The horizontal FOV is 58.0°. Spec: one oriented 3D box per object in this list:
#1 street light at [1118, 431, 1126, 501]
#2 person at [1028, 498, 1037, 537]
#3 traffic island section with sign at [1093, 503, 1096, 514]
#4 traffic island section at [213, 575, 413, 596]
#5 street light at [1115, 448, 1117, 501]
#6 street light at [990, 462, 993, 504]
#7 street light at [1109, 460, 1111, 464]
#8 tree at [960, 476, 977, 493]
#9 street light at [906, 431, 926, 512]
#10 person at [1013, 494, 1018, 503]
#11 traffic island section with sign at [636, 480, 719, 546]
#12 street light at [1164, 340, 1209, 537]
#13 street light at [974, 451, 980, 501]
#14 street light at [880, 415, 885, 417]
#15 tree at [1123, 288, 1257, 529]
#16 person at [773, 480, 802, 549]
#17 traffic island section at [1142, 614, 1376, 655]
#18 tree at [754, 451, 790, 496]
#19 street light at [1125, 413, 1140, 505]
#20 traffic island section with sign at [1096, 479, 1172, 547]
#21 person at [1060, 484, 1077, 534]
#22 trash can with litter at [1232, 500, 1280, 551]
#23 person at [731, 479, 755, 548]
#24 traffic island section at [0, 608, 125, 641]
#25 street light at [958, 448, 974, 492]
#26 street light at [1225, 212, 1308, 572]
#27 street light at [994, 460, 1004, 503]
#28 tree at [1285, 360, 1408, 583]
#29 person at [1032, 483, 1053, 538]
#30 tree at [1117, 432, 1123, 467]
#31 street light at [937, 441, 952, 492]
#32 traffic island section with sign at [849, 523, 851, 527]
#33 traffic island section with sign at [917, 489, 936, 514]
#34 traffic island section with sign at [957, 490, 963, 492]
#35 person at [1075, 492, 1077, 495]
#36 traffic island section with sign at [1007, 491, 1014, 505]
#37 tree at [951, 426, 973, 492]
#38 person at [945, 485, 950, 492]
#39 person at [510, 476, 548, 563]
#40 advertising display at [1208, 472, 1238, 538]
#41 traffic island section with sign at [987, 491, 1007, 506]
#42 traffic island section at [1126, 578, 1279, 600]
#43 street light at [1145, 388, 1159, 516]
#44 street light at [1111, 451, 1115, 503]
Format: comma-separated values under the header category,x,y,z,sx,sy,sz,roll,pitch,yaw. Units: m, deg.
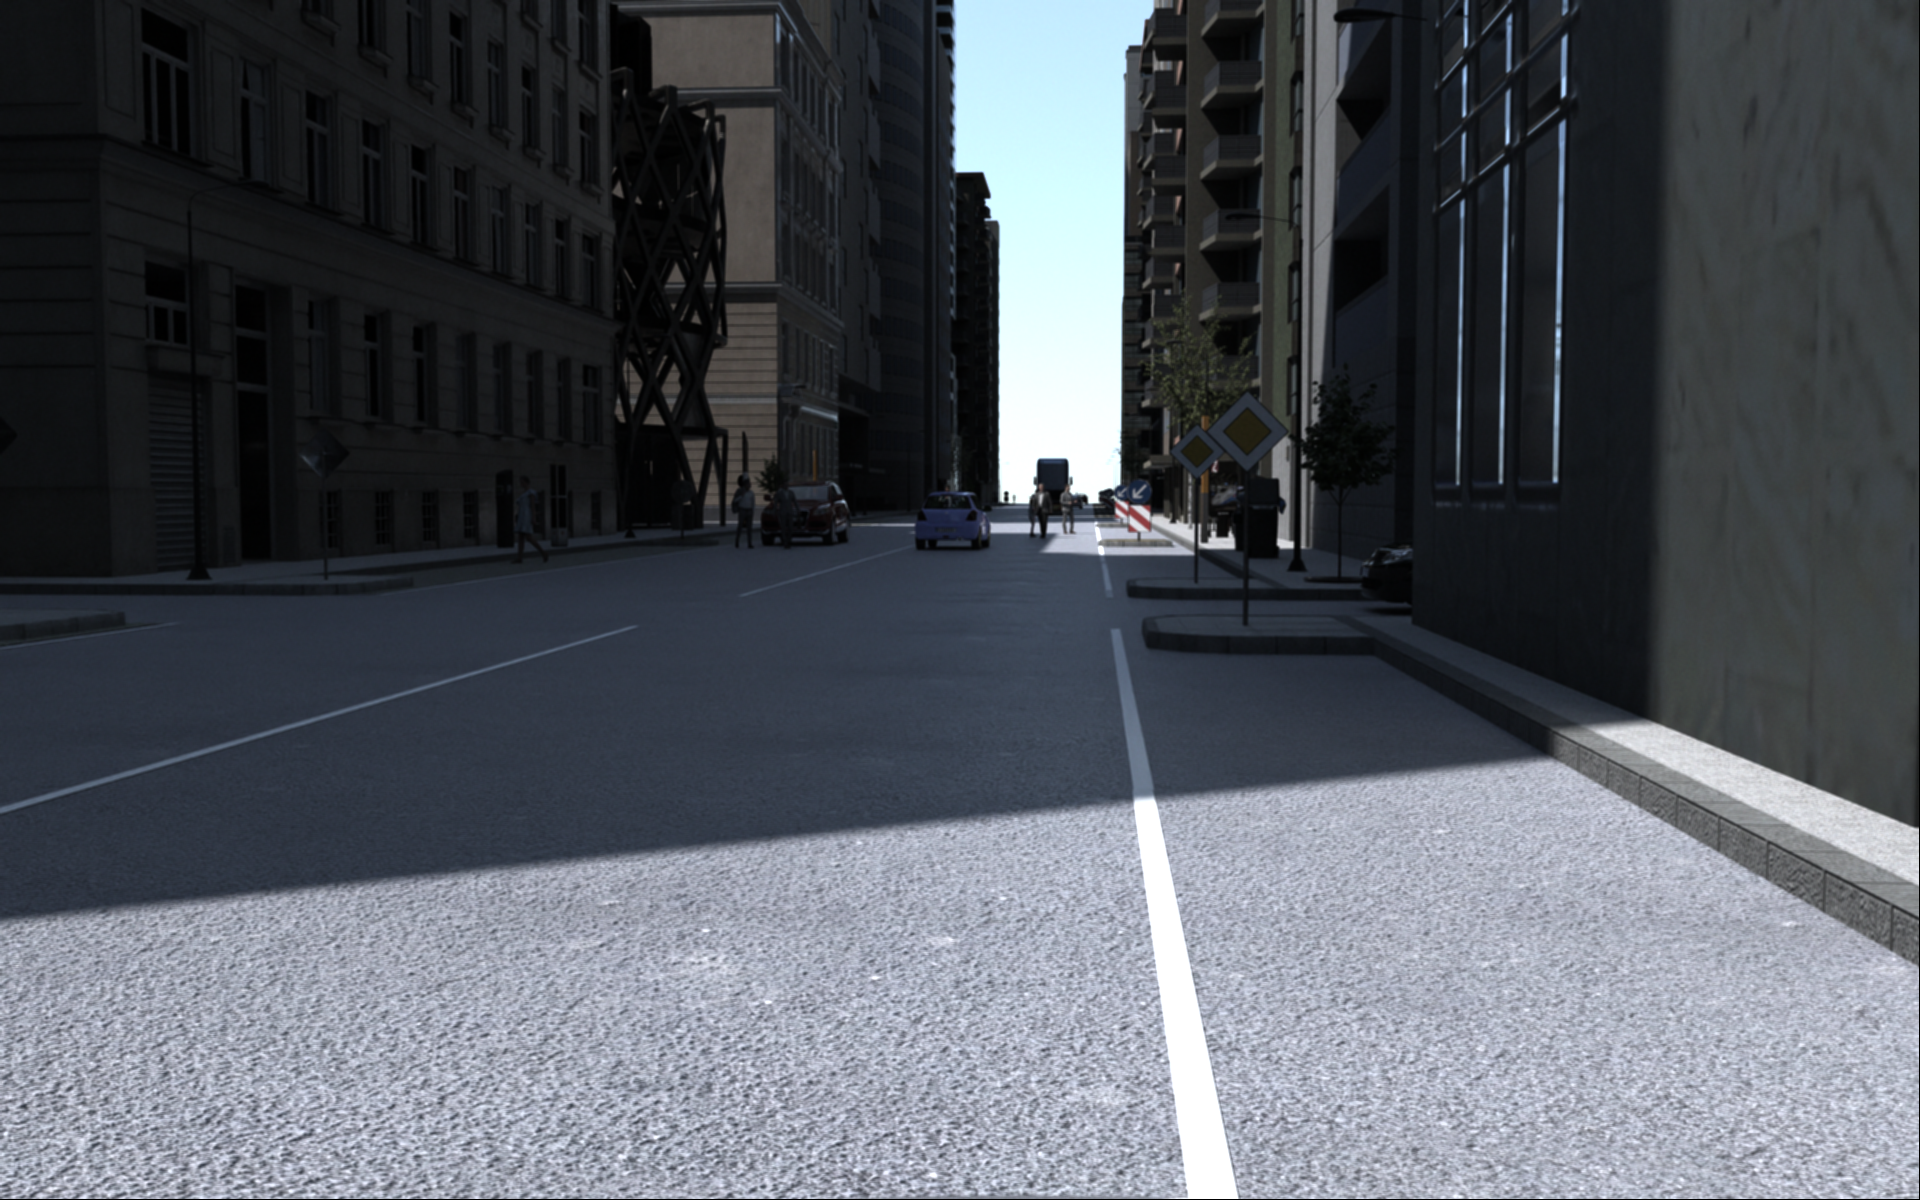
category,x,y,z,sx,sy,sz,roll,pitch,yaw
street light,12.653,-9.524,128.257,1.470,5.913,1.316,0,4,4
person,2.441,-2.759,57.883,0.394,1.301,0.425,-3,5,-40
traffic island section with sign,6.857,-4.037,74.634,1.989,1.847,2.006,0,4,4
traffic island section,-9.491,-0.220,25.876,2.009,0.180,2.903,0,4,4
street light,14.596,-10.986,152.160,1.470,5.913,1.316,0,4,4
street light,2.867,-14.440,208.635,1.470,5.913,1.316,0,4,4
street light,17.159,-13.154,187.609,1.470,5.913,1.316,0,4,4
tree,0.986,-12.009,190.953,1.663,3.219,1.824,0,3,0
street light,-3.213,-9.431,126.744,1.470,5.913,1.316,0,4,4
person,7.814,-14.531,249.307,0.991,1.433,0.599,-1,4,-10
traffic island section with sign,-7.798,-2.420,48.189,1.989,1.847,2.006,0,4,4
street light,6.902,-4.877,52.275,1.470,5.913,1.316,0,4,4
street light,1.128,-12.996,185.025,1.470,5.913,1.316,0,4,4
street light,-5.108,-7.946,102.461,1.470,5.913,1.316,0,4,4
tree,8.645,-6.886,62.956,4.737,8.622,4.395,0,3,0
person,-4.532,-2.249,45.384,0.709,1.813,0.853,-2,4,-27
traffic island section,2.809,0.327,16.934,2.009,0.180,2.903,0,4,4
tree,-8.491,-5.095,77.912,1.663,3.219,1.824,0,3,0
street light,10.418,-7.765,99.492,1.470,5.913,1.316,0,4,4
traffic island section with sign,4.817,-2.393,47.746,1.989,1.847,2.006,0,4,4
person,3.945,-3.294,62.554,0.583,1.804,0.606,3,5,42
trash can with litter,6.632,-1.675,38.768,1.055,1.170,0.624,2,4,27
person,-5.749,-2.288,46.005,0.679,1.850,0.850,-2,4,-33
traffic island section,-10.095,0.267,17.913,2.009,0.180,2.903,0,4,4
street light,0.409,-12.320,173.978,1.470,5.913,1.316,0,4,4
street light,5.067,-3.433,28.672,1.470,5.913,1.316,0,4,4
street light,4.766,-15.927,232.941,1.470,5.913,1.316,0,4,4
tree,5.544,-1.869,25.152,1.663,3.219,1.824,0,3,0
person,2.676,-2.916,56.568,0.661,1.777,0.834,1,4,12
tree,18.408,-14.243,183.230,4.737,8.622,4.395,0,3,0
street light,-1.406,-10.875,150.349,1.470,5.913,1.316,0,4,4
traffic island section with sign,-5.764,-4.064,75.068,1.989,1.847,2.006,0,4,4
traffic island section with sign,-2.029,-7.080,124.382,1.989,1.847,2.006,0,4,4
traffic island section with sign,0.048,-8.762,151.878,1.989,1.847,2.006,0,4,4
person,16.631,-14.468,245.855,0.445,1.727,0.742,3,5,42
traffic island section with sign,6.350,-13.836,234.840,1.989,1.847,2.006,0,4,4
tree,-0.443,-13.915,177.865,4.360,8.622,3.978,0,3,0
person,-0.451,-3.385,64.186,0.721,1.781,0.623,3,5,42
person,-8.938,-1.663,35.784,0.778,1.811,0.616,-2,4,-29
advertising display,7.746,-2.806,51.091,0.974,1.923,0.123,-2,4,-24
traffic island section with sign,4.299,-12.185,207.844,1.989,1.847,2.006,0,4,4
traffic island section,3.413,-0.160,24.896,2.009,0.180,2.903,0,4,4
street light,8.813,-6.320,75.872,1.470,5.913,1.316,0,4,4
street light,16.321,-12.441,175.945,1.470,5.913,1.316,0,4,4
